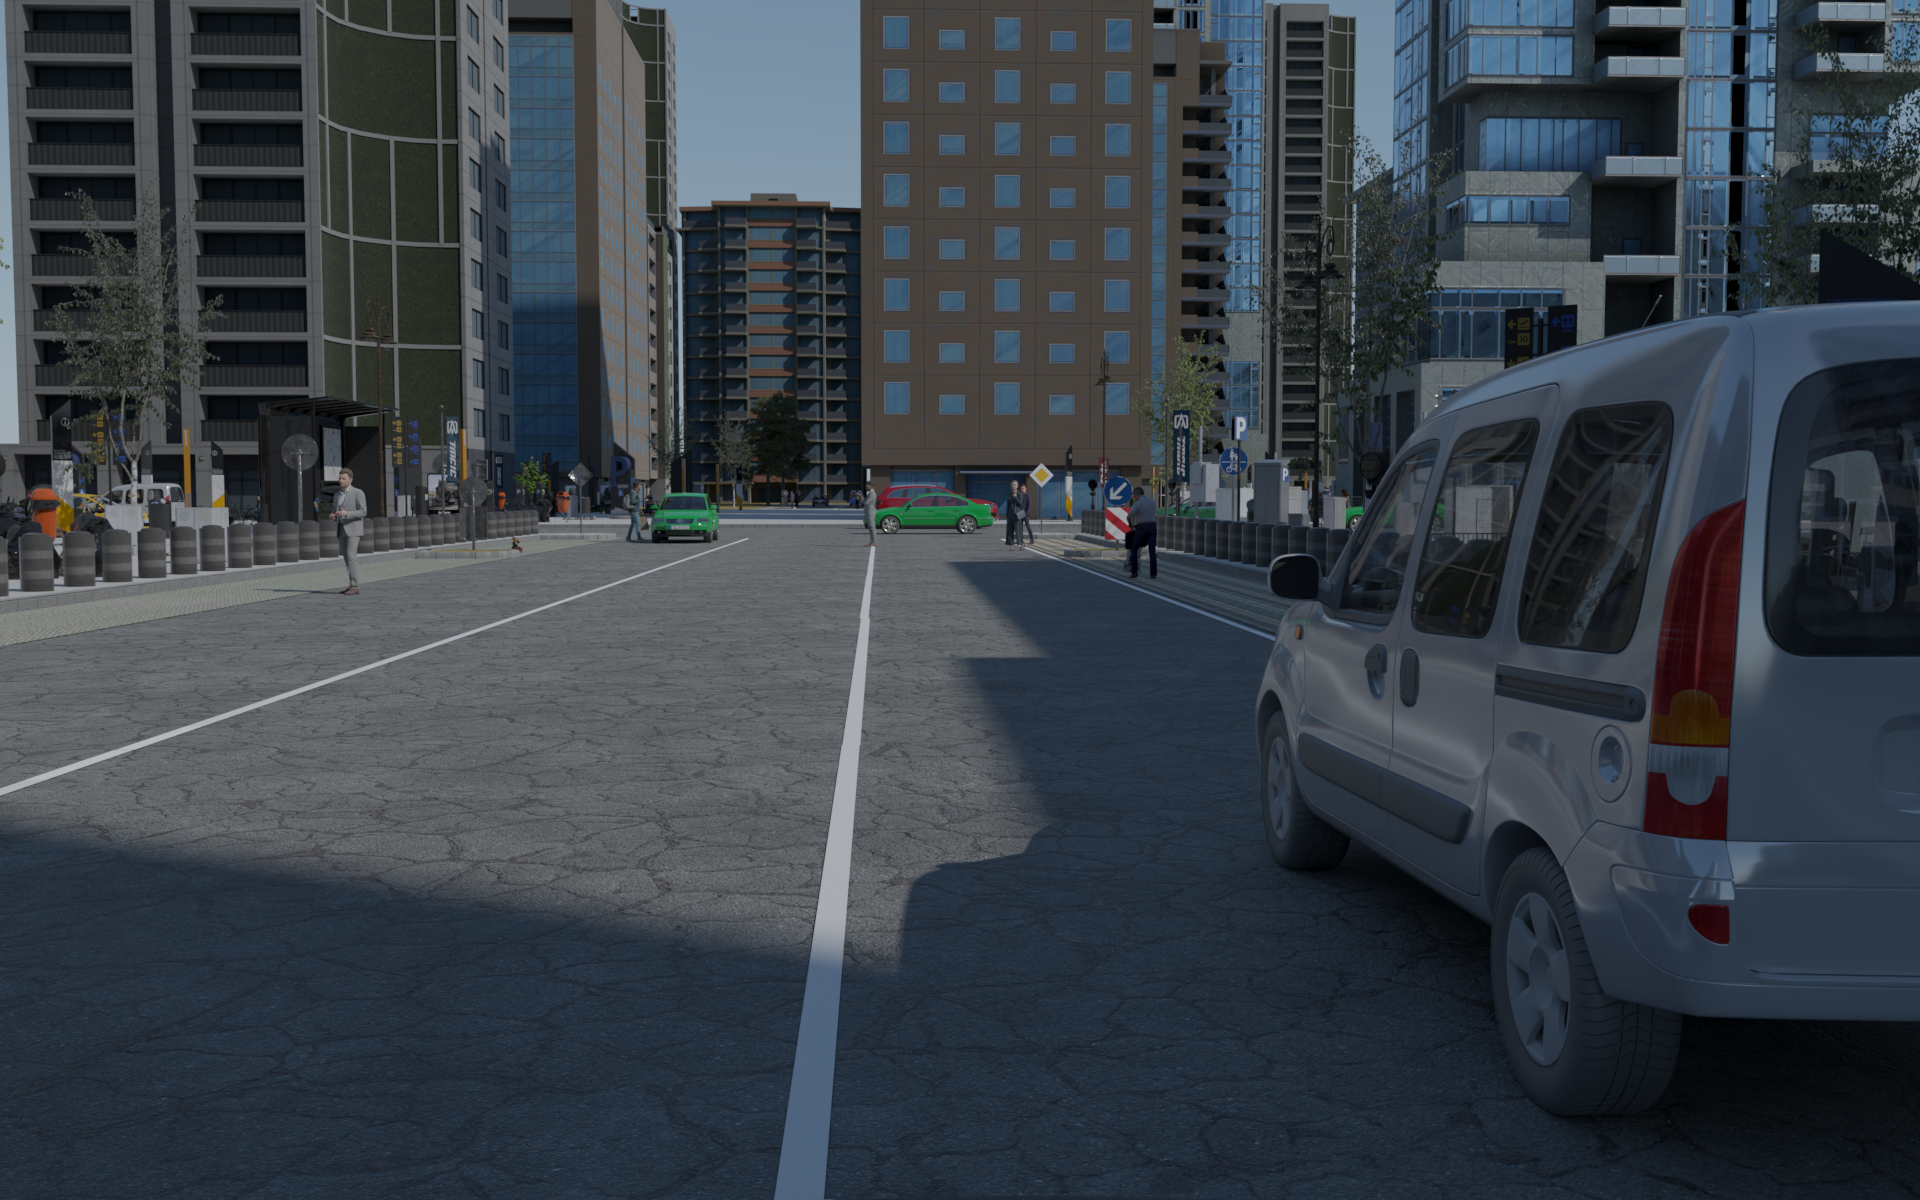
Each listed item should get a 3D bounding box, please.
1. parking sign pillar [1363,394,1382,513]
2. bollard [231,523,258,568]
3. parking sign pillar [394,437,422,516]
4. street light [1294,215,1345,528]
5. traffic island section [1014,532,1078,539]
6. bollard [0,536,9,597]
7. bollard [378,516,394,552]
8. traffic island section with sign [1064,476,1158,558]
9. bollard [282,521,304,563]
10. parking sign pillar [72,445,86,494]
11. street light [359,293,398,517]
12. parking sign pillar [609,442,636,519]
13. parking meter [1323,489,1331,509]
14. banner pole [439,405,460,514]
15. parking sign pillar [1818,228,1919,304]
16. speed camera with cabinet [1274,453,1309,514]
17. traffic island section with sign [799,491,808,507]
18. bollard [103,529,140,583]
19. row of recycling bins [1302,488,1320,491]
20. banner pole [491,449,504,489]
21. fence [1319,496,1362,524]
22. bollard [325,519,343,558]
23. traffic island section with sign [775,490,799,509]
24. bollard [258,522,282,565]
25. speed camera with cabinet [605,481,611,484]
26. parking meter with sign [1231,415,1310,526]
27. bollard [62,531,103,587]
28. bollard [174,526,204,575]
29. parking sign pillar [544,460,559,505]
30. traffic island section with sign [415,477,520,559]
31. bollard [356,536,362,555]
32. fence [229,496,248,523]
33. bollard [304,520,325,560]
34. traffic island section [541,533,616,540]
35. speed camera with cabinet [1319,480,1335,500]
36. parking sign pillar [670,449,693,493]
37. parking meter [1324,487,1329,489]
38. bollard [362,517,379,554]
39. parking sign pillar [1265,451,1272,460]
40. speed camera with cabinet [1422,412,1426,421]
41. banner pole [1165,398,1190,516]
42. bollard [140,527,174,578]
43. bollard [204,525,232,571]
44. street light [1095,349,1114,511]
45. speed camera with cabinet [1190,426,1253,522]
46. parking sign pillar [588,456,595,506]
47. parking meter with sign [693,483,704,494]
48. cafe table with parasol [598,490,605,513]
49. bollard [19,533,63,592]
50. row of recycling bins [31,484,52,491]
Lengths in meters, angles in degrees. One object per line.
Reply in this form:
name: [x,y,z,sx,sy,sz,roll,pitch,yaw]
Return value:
parking sign pillar: [11.260,-3.602,47.372,1.447,3.967,1.447,1,4,12]
bollard: [-12.523,-0.941,30.103,0.404,0.777,0.398,0,3,0]
parking sign pillar: [-25.875,-5.670,81.173,1.447,3.967,1.447,2,4,34]
street light: [5.990,-3.440,29.024,0.468,5.910,1.993,0,4,-3]
traffic island section: [2.652,-2.062,56.002,2.009,0.180,2.903,0,4,-3]
bollard: [-12.132,-0.425,21.659,0.404,0.777,0.398,0,3,0]
bollard: [-12.922,-1.459,38.567,0.404,0.777,0.398,0,3,0]
traffic island section with sign: [3.417,-1.903,39.747,1.989,1.847,2.006,0,4,-3]
bollard: [-12.638,-1.089,32.520,0.404,0.777,0.398,0,3,0]
parking sign pillar: [-41.727,-5.679,81.332,1.447,3.967,1.447,1,4,21]
street light: [-13.378,-4.109,39.965,0.468,5.910,1.993,0,4,-3]
parking sign pillar: [-17.344,-6.157,89.131,1.447,3.967,1.447,2,4,27]
parking meter: [17.903,-4.658,84.571,0.372,1.533,0.369,0,3,0]
banner pole: [-14.463,-3.609,49.017,0.401,3.779,0.863,2,4,31]
parking sign pillar: [9.257,-1.763,17.299,1.447,3.967,1.447,2,4,25]
speed camera with cabinet: [15.731,-5.391,82.472,2.038,3.252,0.660,1,4,22]
traffic island section with sign: [-18.447,-11.581,197.980,1.989,1.847,2.006,0,4,-3]
bollard: [-12.303,-0.646,25.275,0.404,0.777,0.398,0,3,0]
row of recycling bins: [21.671,-6.414,111.976,3.534,1.692,1.069,3,4,38]
banner pole: [-25.836,-6.519,96.603,0.401,3.779,0.863,3,5,44]
fence: [16.560,-3.940,75.628,2.264,1.192,0.480,-1,4,-14]
bollard: [-12.750,-1.238,34.950,0.404,0.777,0.398,0,3,0]
traffic island section with sign: [-17.196,-9.920,170.818,1.989,1.847,2.006,0,4,-3]
bollard: [-12.582,-1.014,31.303,0.404,0.777,0.398,0,3,0]
speed camera with cabinet: [-24.395,-7.849,122.658,0.660,3.252,2.038,1,4,19]
parking meter with sign: [6.859,-2.560,38.121,1.738,3.016,0.543,3,5,39]
bollard: [-12.244,-0.572,24.069,0.404,0.777,0.398,0,3,0]
bollard: [-12.413,-0.793,27.687,0.404,0.777,0.398,0,3,0]
parking sign pillar: [-32.462,-9.099,137.236,1.447,3.967,1.447,-2,4,-35]
traffic island section with sign: [-11.039,-1.861,39.056,1.989,1.847,2.006,0,4,-3]
bollard: [-12.806,-1.311,36.158,0.404,0.777,0.398,0,3,0]
fence: [-32.010,-4.000,76.601,0.480,1.192,2.264,-3,4,-38]
bollard: [-12.695,-1.163,33.738,0.404,0.777,0.398,0,3,0]
traffic island section: [-12.124,-2.021,55.320,2.009,0.180,2.903,0,4,-3]
speed camera with cabinet: [23.326,-7.080,110.089,2.038,3.252,0.660,0,4,-1]
parking sign pillar: [-16.644,-7.044,103.637,1.447,3.967,1.447,0,4,-4]
parking meter: [29.736,-8.244,140.507,0.399,1.863,0.255,-1,4,-17]
bollard: [-12.863,-1.385,37.359,0.404,0.777,0.398,0,3,0]
parking sign pillar: [19.378,-7.371,108.984,1.447,3.967,1.447,-1,4,-14]
speed camera with cabinet: [11.837,-2.917,42.035,2.038,3.252,0.660,0,4,-6]
banner pole: [5.637,-3.384,45.346,0.863,3.779,0.401,-1,4,-10]
bollard: [-12.357,-0.720,26.487,0.404,0.777,0.398,0,3,0]
bollard: [-12.470,-0.867,28.889,0.404,0.777,0.398,0,3,0]
street light: [4.616,-5.057,55.462,0.468,5.910,1.993,0,4,-3]
speed camera with cabinet: [7.513,-3.390,49.758,0.660,3.252,2.038,-3,4,-36]
parking sign pillar: [-26.043,-8.185,122.300,1.447,3.967,1.447,-1,4,-13]
parking meter with sign: [-18.880,-7.883,125.149,1.738,3.016,0.543,2,4,31]
cafe table with parasol: [-22.600,-6.618,113.066,2.610,1.966,2.610,-3,5,-42]
bollard: [-12.188,-0.498,22.860,0.404,0.777,0.398,0,3,0]
row of recycling bins: [-39.211,-4.116,74.403,1.069,1.692,3.534,-1,4,-18]
